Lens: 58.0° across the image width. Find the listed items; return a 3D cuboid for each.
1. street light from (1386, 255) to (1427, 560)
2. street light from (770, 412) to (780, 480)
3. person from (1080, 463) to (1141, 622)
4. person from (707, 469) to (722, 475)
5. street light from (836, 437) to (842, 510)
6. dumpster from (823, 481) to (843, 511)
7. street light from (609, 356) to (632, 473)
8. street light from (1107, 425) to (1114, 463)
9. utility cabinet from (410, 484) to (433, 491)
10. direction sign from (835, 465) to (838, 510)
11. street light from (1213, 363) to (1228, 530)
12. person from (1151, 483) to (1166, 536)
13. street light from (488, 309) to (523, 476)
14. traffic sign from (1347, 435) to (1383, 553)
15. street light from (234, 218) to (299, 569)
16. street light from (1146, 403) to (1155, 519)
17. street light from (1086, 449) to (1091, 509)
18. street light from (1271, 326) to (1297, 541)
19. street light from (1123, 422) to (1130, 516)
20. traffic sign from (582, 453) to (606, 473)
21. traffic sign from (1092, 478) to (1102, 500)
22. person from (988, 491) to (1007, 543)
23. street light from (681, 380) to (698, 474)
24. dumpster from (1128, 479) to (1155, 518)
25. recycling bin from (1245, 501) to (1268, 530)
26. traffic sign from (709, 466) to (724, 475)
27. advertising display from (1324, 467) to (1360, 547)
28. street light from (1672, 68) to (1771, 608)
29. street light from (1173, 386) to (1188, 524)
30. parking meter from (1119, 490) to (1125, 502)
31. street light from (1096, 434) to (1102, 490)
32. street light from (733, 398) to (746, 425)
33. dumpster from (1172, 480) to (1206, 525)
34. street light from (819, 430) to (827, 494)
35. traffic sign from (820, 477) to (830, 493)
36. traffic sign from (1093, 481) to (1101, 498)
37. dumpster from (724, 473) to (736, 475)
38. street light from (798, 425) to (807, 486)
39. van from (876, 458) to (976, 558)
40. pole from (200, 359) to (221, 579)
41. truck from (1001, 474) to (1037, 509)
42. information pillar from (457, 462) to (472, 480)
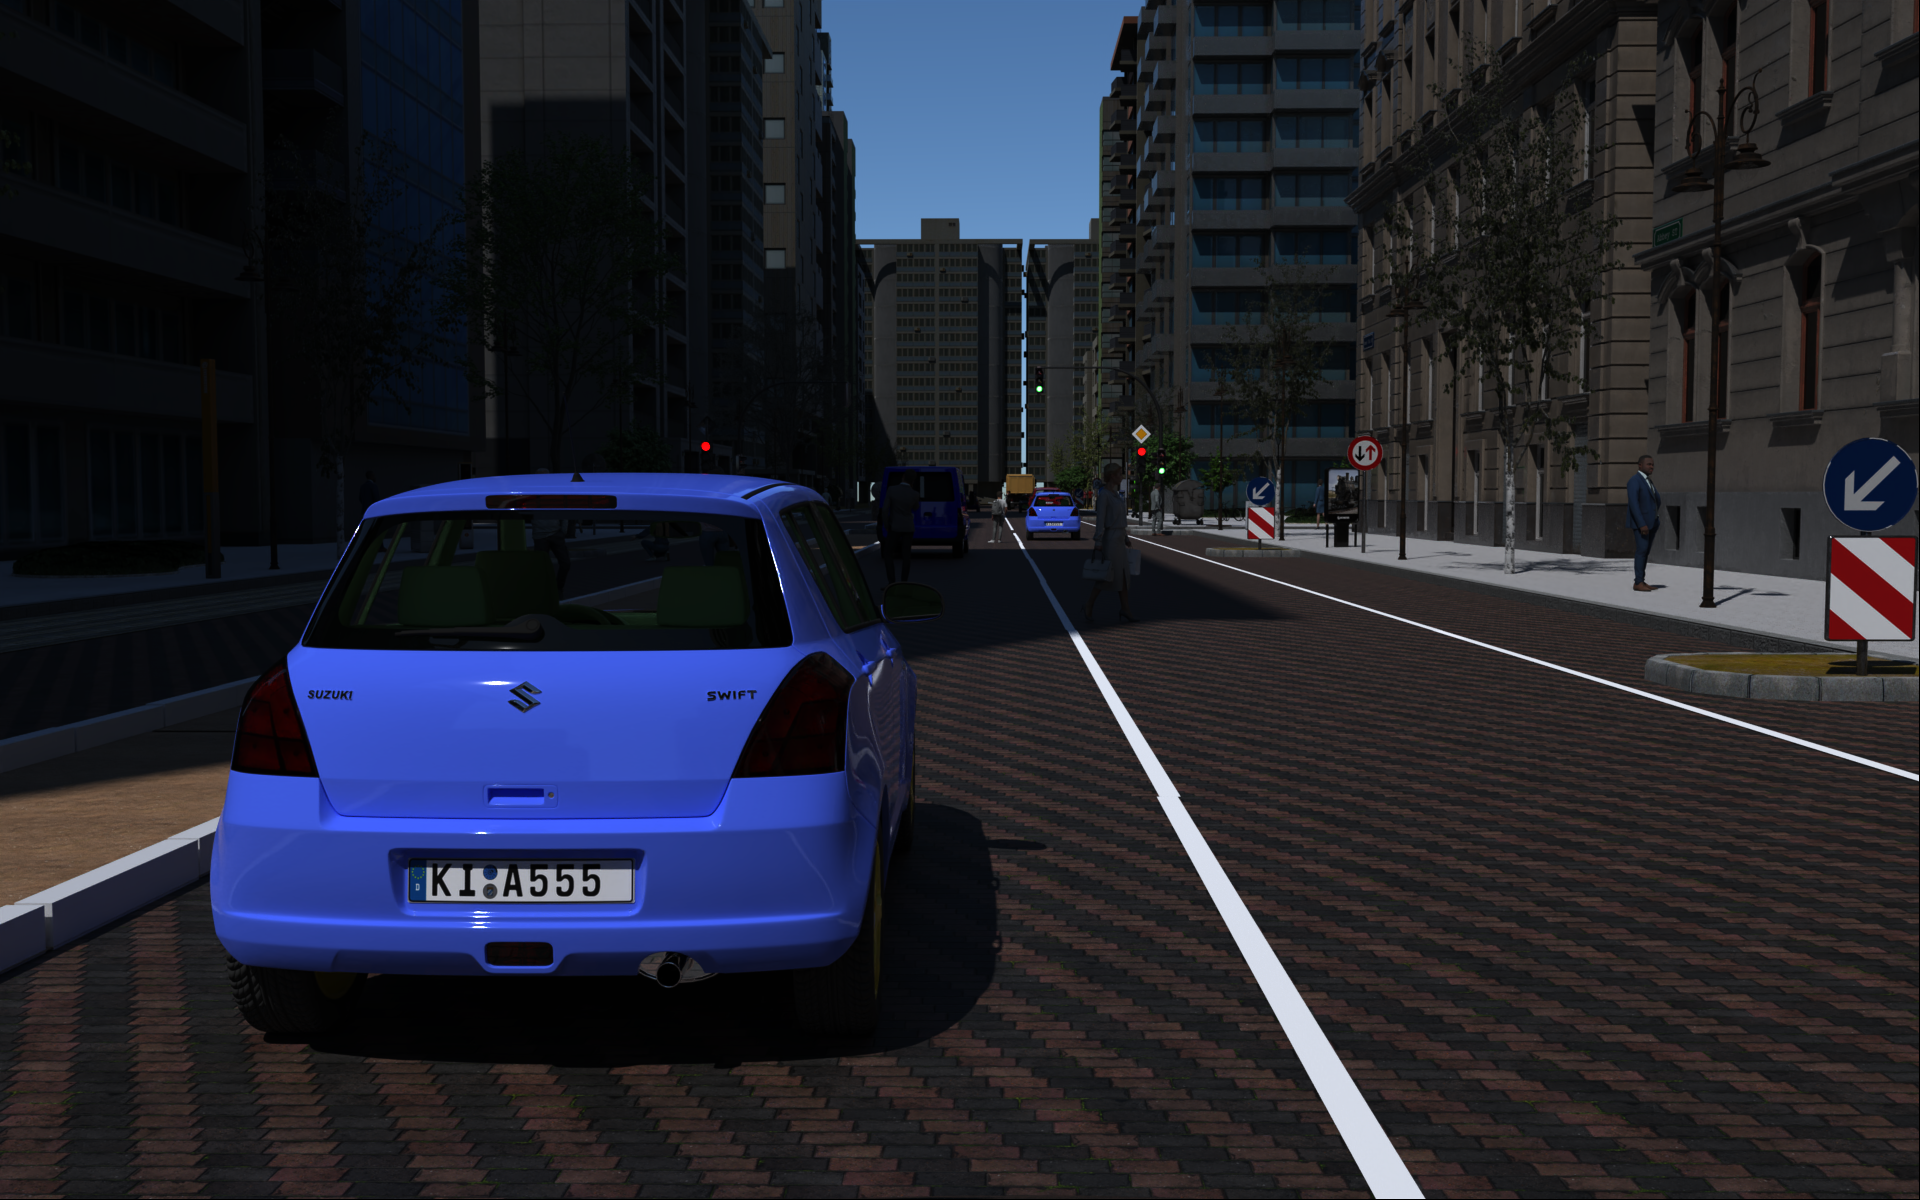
[{"bbox_3d":[8.657,-3.726,33.712,0.468,5.910,1.993,0,4,1],"label":"street light"},{"bbox_3d":[-10.418,-7.635,97.627,0.468,5.910,1.993,0,4,1],"label":"street light"},{"bbox_3d":[1.693,-0.651,19.498,0.624,1.780,0.694,3,5,39],"label":"person"},{"bbox_3d":[-3.104,-0.820,22.493,0.593,1.750,0.643,-3,5,-44],"label":"person"},{"bbox_3d":[-9.703,-10.192,139.419,0.468,5.910,1.993,0,4,1],"label":"street light"},{"bbox_3d":[-9.847,-8.006,133.397,1.502,2.255,1.985,0,4,1],"label":"dumpster"},{"bbox_3d":[-11.257,-5.181,57.502,0.468,5.910,1.993,0,4,1],"label":"street light"},{"bbox_3d":[10.104,-8.774,116.248,0.468,5.910,1.993,0,4,1],"label":"street light"},{"bbox_3d":[-11.898,-1.809,38.255,0.318,1.500,1.173,-2,4,-28],"label":"utility cabinet"},{"bbox_3d":[-9.748,-8.858,136.828,0.379,3.537,0.876,-1,4,-15],"label":"direction sign"},{"bbox_3d":[9.258,-5.417,61.358,0.468,5.910,1.993,0,4,1],"label":"street light"},{"bbox_3d":[6.737,-3.105,59.363,0.391,1.810,0.635,-2,4,-24],"label":"person"},{"bbox_3d":[-11.378,-4.325,43.497,0.468,5.910,1.993,0,4,1],"label":"street light"},{"bbox_3d":[8.788,-2.296,37.654,0.768,2.556,0.104,0,4,3],"label":"traffic sign"},{"bbox_3d":[-11.694,-3.460,29.363,0.468,5.910,1.993,0,4,1],"label":"street light"},{"bbox_3d":[9.678,-7.062,88.256,0.468,5.910,1.993,0,4,1],"label":"street light"},{"bbox_3d":[10.650,-10.489,144.281,0.468,5.910,1.993,0,4,1],"label":"street light"},{"bbox_3d":[8.897,-4.582,47.697,0.468,5.910,1.993,0,4,1],"label":"street light"},{"bbox_3d":[9.930,-7.939,102.584,0.468,5.910,1.993,0,4,1],"label":"street light"},{"bbox_3d":[-11.467,-3.311,54.238,0.768,2.556,0.104,0,4,2],"label":"traffic sign"},{"bbox_3d":[10.692,-8.260,135.158,0.768,2.556,0.104,0,4,5],"label":"traffic sign"},{"bbox_3d":[1.110,-2.435,50.916,0.503,1.515,0.523,-2,4,-33],"label":"person"},{"bbox_3d":[-10.948,-5.964,70.303,0.468,5.910,1.993,0,4,1],"label":"street light"},{"bbox_3d":[9.853,-5.528,92.873,1.502,2.255,1.985,0,4,1],"label":"dumpster"},{"bbox_3d":[10.648,-3.035,62.175,0.722,1.027,0.722,1,4,16],"label":"recycling bin"},{"bbox_3d":[-11.001,-4.767,78.052,0.768,2.556,0.104,0,4,4],"label":"traffic sign"},{"bbox_3d":[9.207,-2.236,41.767,0.974,1.923,0.123,-2,4,-26],"label":"advertising display"},{"bbox_3d":[8.468,-2.853,19.429,0.468,5.910,1.993,0,4,1],"label":"street light"},{"bbox_3d":[9.443,-6.211,74.330,0.468,5.910,1.993,0,4,1],"label":"street light"},{"bbox_3d":[9.866,-5.939,105.519,0.372,1.533,0.369,0,3,0],"label":"parking meter"},{"bbox_3d":[10.433,-9.635,130.325,0.468,5.910,1.993,0,4,1],"label":"street light"},{"bbox_3d":[-10.667,-6.800,83.965,0.468,5.910,1.993,0,4,1],"label":"street light"},{"bbox_3d":[9.475,-4.032,71.683,1.264,1.857,1.865,0,4,1],"label":"dumpster"},{"bbox_3d":[-9.971,-9.356,125.757,0.468,5.910,1.993,0,4,1],"label":"street light"},{"bbox_3d":[-10.149,-7.937,129.876,0.768,2.556,0.104,0,4,2],"label":"traffic sign"},{"bbox_3d":[10.195,-7.738,128.638,0.606,2.300,0.079,1,4,8],"label":"traffic sign"},{"bbox_3d":[-10.857,-4.765,80.403,1.502,2.255,1.985,0,4,1],"label":"dumpster"},{"bbox_3d":[-10.183,-8.492,111.626,0.468,5.910,1.993,0,4,1],"label":"street light"},{"bbox_3d":[-0.783,-2.207,40.464,2.240,2.365,5.245,0,4,2],"label":"van"},{"bbox_3d":[-11.361,-1.982,26.256,0.158,3.312,0.155,0,3,0],"label":"pole"},{"bbox_3d":[5.768,-10.459,166.924,3.469,3.379,9.791,0,4,1],"label":"truck"},{"bbox_3d":[-11.501,-2.189,40.278,0.304,2.012,0.304,-1,4,-23],"label":"information pillar"}]
